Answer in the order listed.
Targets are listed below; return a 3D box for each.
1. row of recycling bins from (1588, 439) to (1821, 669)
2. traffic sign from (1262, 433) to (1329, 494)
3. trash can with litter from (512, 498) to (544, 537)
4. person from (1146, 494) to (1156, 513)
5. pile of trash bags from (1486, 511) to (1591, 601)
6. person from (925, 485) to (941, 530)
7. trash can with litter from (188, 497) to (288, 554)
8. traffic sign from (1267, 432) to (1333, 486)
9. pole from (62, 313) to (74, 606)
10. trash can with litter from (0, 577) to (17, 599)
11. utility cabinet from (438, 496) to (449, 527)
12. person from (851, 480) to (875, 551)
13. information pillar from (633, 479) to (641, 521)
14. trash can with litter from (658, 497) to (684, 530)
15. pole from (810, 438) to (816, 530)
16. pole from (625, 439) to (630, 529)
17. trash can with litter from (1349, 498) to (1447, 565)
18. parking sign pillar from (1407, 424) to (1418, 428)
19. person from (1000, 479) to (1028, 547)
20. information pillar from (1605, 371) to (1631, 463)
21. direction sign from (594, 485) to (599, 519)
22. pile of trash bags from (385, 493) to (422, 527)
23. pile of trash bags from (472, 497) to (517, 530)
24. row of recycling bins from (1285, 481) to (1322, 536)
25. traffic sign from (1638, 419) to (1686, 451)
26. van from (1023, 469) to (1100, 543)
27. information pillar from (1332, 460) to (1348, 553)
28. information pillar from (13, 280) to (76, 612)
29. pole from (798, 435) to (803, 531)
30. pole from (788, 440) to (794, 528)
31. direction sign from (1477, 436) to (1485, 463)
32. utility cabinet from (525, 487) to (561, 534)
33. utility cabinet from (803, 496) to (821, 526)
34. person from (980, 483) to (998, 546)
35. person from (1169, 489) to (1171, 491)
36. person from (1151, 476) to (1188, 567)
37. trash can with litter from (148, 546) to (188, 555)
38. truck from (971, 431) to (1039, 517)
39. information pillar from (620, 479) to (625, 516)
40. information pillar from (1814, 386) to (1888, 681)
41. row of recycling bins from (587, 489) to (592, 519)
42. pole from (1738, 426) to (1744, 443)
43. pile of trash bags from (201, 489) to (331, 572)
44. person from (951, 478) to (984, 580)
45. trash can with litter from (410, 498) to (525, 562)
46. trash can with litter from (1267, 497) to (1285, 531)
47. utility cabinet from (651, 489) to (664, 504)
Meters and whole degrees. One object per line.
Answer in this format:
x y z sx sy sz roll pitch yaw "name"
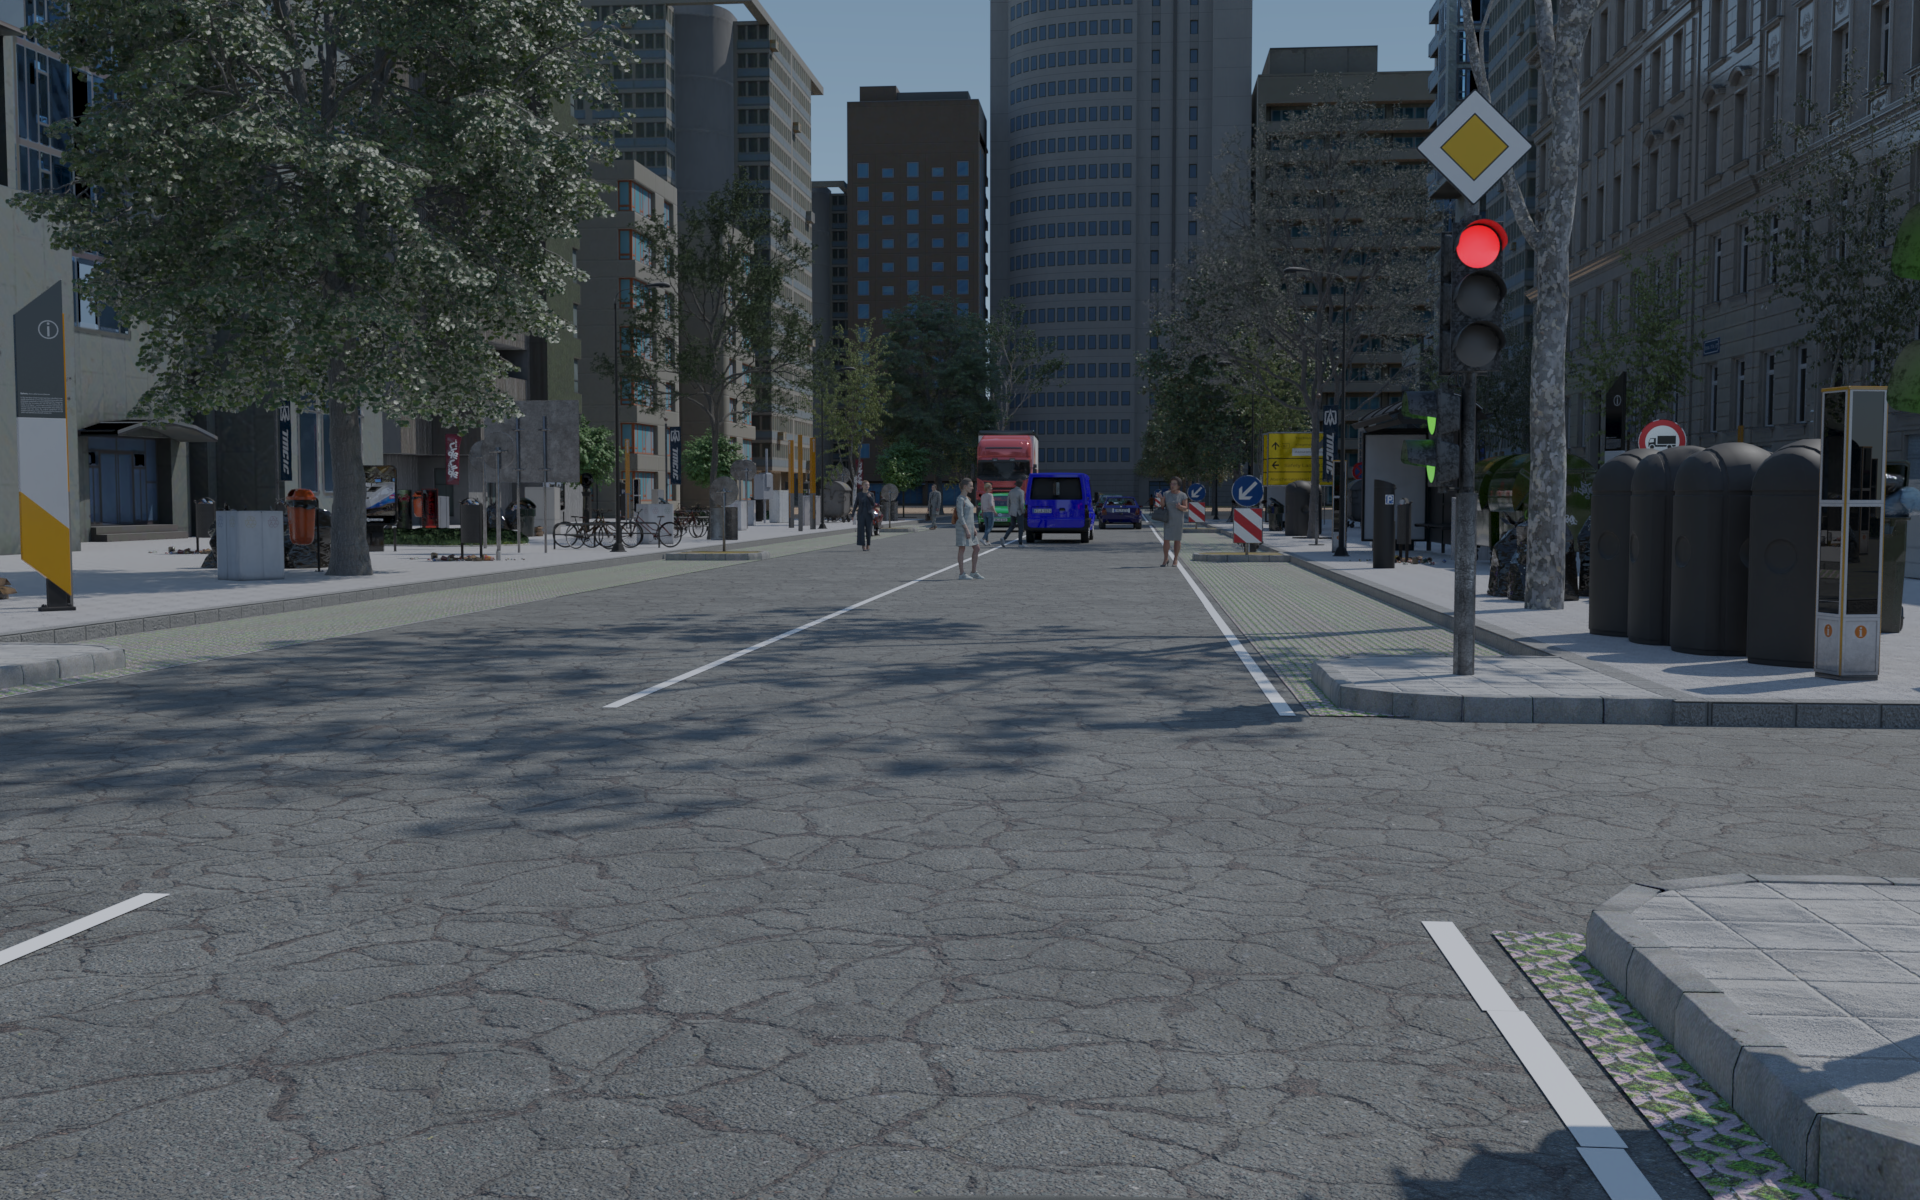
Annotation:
6.267 -0.445 14.397 1.069 1.692 3.534 0 4 -4 "row of recycling bins"
11.253 -3.920 57.973 2.265 3.308 0.079 0 4 8 "traffic sign"
-12.980 -2.494 52.157 0.624 1.170 1.055 1 4 15 "trash can with litter"
13.654 -6.843 123.640 1.065 1.426 0.557 -3 5 -41 "person"
8.255 -0.698 21.159 3.447 1.369 1.912 1 4 15 "pile of trash bags"
-1.086 -3.726 69.528 0.694 1.812 0.767 3 4 38 "person"
-13.579 -1.398 33.914 1.678 1.210 2.233 3 5 42 "trash can with litter"
11.184 -3.840 56.664 2.265 3.308 0.079 0 4 7 "traffic sign"
-10.188 -1.573 19.566 0.158 3.312 0.155 0 3 0 "pole"
-12.094 -0.597 21.150 1.055 1.170 0.624 0 4 0 "trash can with litter"
-16.617 -2.710 55.463 0.306 1.237 1.020 -2 4 -30 "utility cabinet"
-2.418 -2.120 43.588 0.576 1.772 0.534 -2 4 -24 "person"
-15.395 -4.775 82.567 0.304 2.012 0.304 0 4 2 "information pillar"
-10.382 -3.112 62.264 1.055 1.170 0.624 0 4 -3 "trash can with litter"
-5.324 -4.206 62.609 0.158 3.312 0.155 0 3 0 "pole"
-12.306 -4.298 64.117 0.158 3.312 0.155 0 3 0 "pole"
8.252 -1.296 32.242 1.678 1.210 2.233 0 4 1 "trash can with litter"
16.928 -4.577 63.303 1.447 3.967 1.447 2 4 31 "parking sign pillar"
1.470 -2.329 46.433 0.795 1.843 0.661 -3 4 -38 "person"
12.564 -2.560 33.219 0.183 3.616 0.504 -1 4 -19 "information pillar"
-18.852 -5.991 89.948 0.379 3.537 0.876 0 4 1 "direction sign"
-21.151 -3.268 63.183 3.447 1.369 1.912 -1 4 -17 "pile of trash bags"
-16.112 -3.179 61.724 3.447 1.369 1.912 3 4 37 "pile of trash bags"
10.745 -2.886 54.300 1.069 1.692 3.534 1 4 17 "row of recycling bins"
11.937 -1.799 29.514 0.768 2.556 0.104 1 4 13 "traffic sign"
3.051 -2.936 52.384 2.240 2.365 5.245 0 4 6 "van"
8.288 -2.036 37.789 0.304 2.012 0.304 1 4 18 "information pillar"
-9.984 -1.683 18.869 0.504 3.616 0.183 -3 5 -41 "information pillar"
-5.487 -4.018 59.532 0.158 3.312 0.155 0 3 0 "pole"
-6.378 -4.379 65.433 0.158 3.312 0.155 0 3 0 "pole"
20.222 -4.619 67.510 0.379 3.537 0.876 -1 4 -9 "direction sign"
-13.186 -2.819 54.762 1.173 1.500 0.318 2 4 27 "utility cabinet"
-6.087 -3.618 70.322 0.306 1.237 1.020 2 4 35 "utility cabinet"
0.760 -2.375 47.996 0.731 1.740 0.598 3 5 40 "person"
12.913 -5.968 106.632 0.990 1.755 0.434 3 4 38 "person"
4.109 -1.547 34.159 0.716 1.782 0.532 1 4 21 "person"
-16.508 -1.613 37.430 2.233 1.210 1.678 1 4 23 "trash can with litter"
2.195 -5.494 78.743 2.839 4.237 11.283 0 4 4 "truck"
-16.952 -5.050 87.066 0.304 2.012 0.304 2 4 35 "information pillar"
6.159 -0.458 11.977 0.304 2.012 0.304 0 4 -7 "information pillar"
-20.668 -4.995 88.786 3.534 1.692 1.069 0 4 -3 "row of recycling bins"
23.250 -3.535 51.641 0.158 3.312 0.155 0 3 0 "pole"
-11.647 -1.214 29.602 1.912 1.369 3.447 -3 4 -37 "pile of trash bags"
0.098 -1.194 29.033 0.522 1.701 0.512 1 4 19 "person"
-9.689 -1.379 33.606 2.233 1.210 1.678 2 4 30 "trash can with litter"
11.127 -2.955 59.706 1.055 1.170 0.624 2 4 25 "trash can with litter"
-13.779 -4.303 79.035 0.318 1.500 1.173 -2 4 -24 "utility cabinet"
